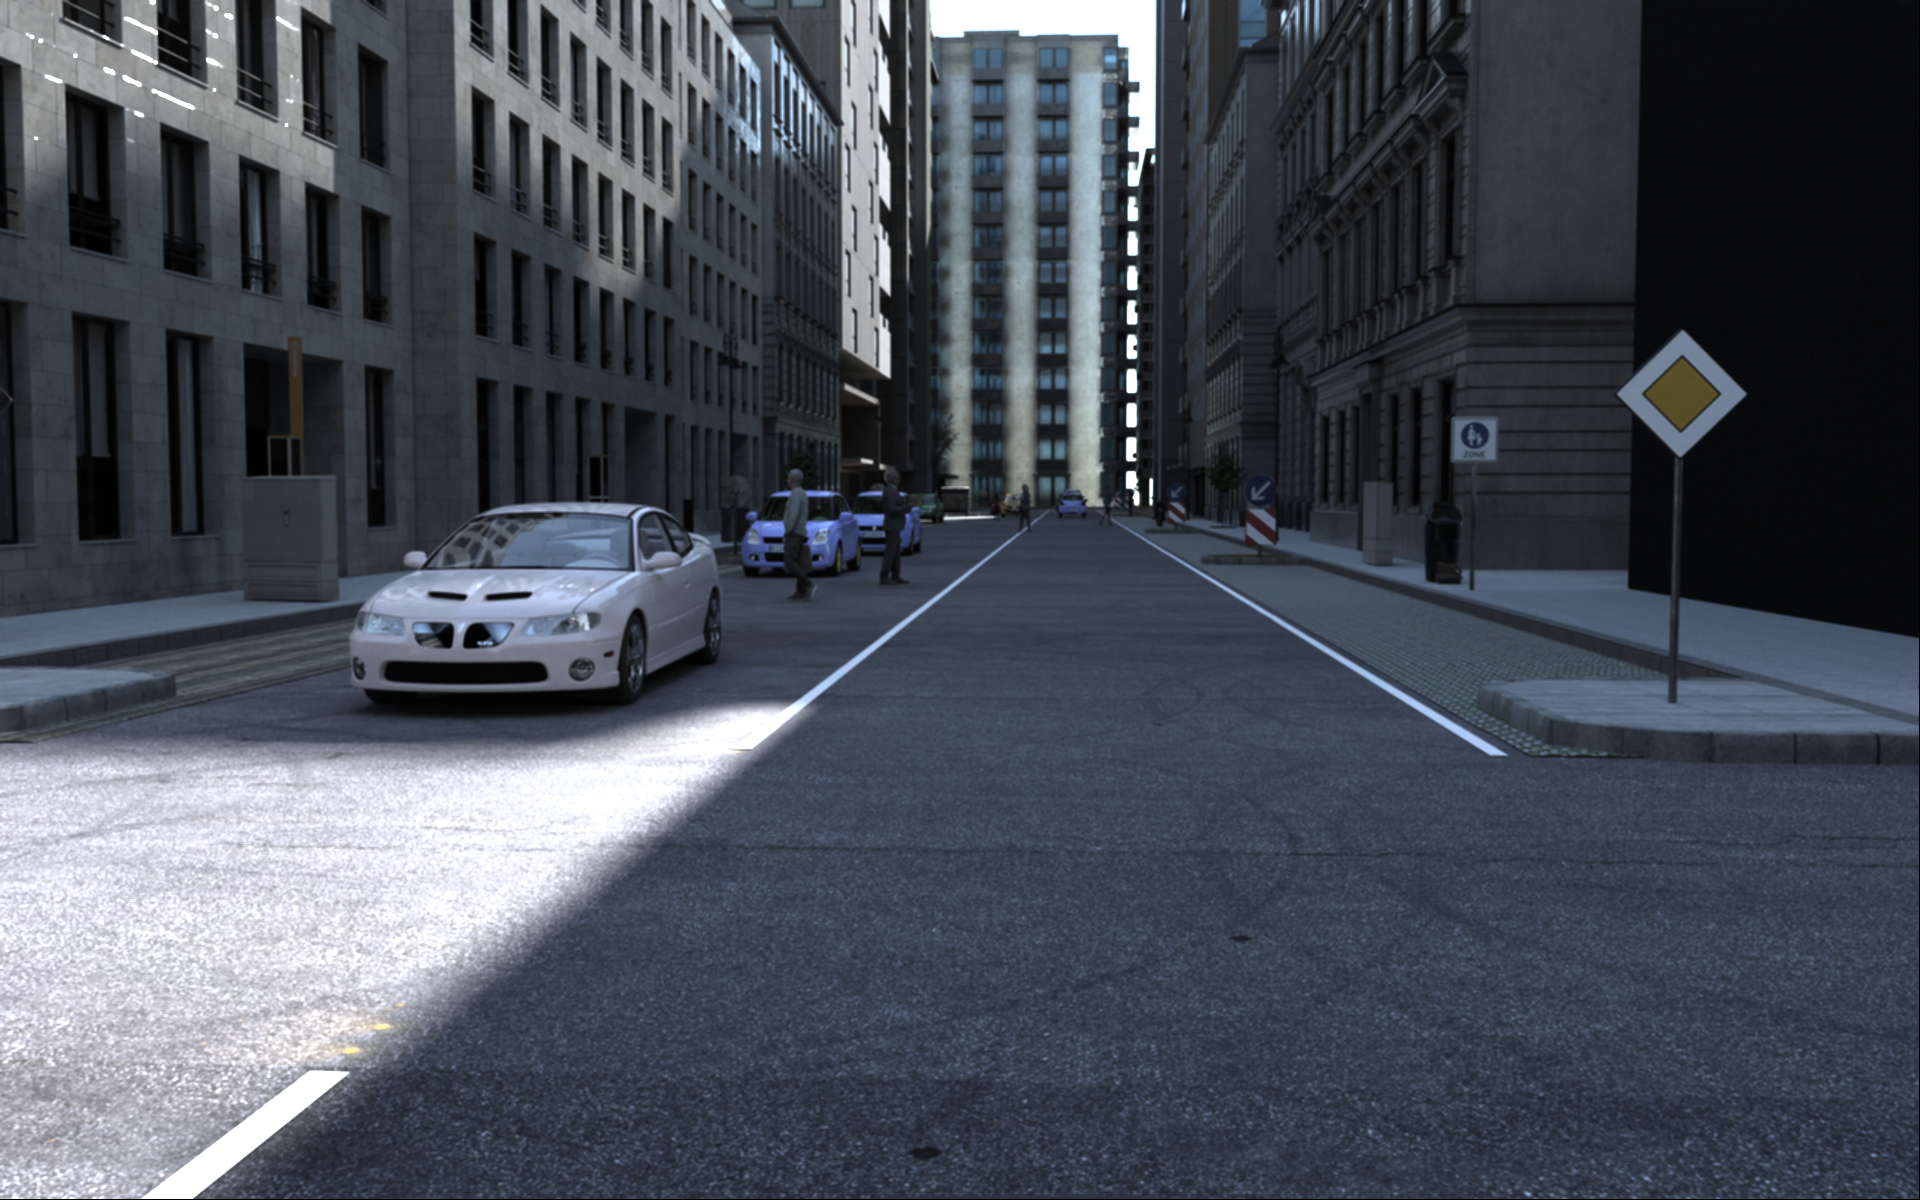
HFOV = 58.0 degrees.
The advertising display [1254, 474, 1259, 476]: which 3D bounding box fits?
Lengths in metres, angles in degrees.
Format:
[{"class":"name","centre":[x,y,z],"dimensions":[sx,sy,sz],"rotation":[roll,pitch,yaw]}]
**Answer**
[{"class":"advertising display","centre":[9.716,-3.143,56.605],"dimensions":[0.123,1.923,0.974],"rotation":[0,4,3]}]

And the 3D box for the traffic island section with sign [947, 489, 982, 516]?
[{"class":"traffic island section with sign","centre":[0.222,-6.376,112.883],"dimensions":[1.989,1.847,2.006],"rotation":[0,4,4]}]

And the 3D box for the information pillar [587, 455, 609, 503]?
[{"class":"information pillar","centre":[-6.843,-1.732,32.812],"dimensions":[0.304,2.012,0.304],"rotation":[1,4,11]}]

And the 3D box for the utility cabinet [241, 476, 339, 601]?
[{"class":"utility cabinet","centre":[-8.029,-0.738,20.737],"dimensions":[1.173,1.500,0.318],"rotation":[1,4,21]}]

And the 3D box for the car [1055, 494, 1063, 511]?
[{"class":"car","centre":[8.888,-8.255,143.759],"dimensions":[1.959,1.807,4.718],"rotation":[0,4,3]}]

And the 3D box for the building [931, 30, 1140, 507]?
[{"class":"building","centre":[3.321,-34.386,181.817],"dimensions":[30.456,49.044,23.786],"rotation":[0,4,4]}]

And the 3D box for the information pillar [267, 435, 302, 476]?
[{"class":"information pillar","centre":[-8.515,-1.064,21.893],"dimensions":[0.304,2.012,0.304],"rotation":[0,4,7]}]

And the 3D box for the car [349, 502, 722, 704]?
[{"class":"car","centre":[-3.056,-0.060,13.348],"dimensions":[2.083,1.381,4.827],"rotation":[0,4,3]}]

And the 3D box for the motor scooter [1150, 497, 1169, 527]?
[{"class":"motor scooter","centre":[8.831,-3.904,76.608],"dimensions":[0.815,1.314,1.986],"rotation":[0,4,4]}]

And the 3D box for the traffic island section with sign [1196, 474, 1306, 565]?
[{"class":"traffic island section with sign","centre":[5.983,-1.648,35.570],"dimensions":[1.989,1.847,2.006],"rotation":[0,4,4]}]

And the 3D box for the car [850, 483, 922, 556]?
[{"class":"car","centre":[-1.866,-1.951,41.489],"dimensions":[1.945,1.707,3.694],"rotation":[0,4,3]}]

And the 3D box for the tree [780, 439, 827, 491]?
[{"class":"tree","centre":[-5.527,-4.085,61.390],"dimensions":[1.663,3.219,1.824],"rotation":[0,3,0]}]

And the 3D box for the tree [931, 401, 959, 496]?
[{"class":"tree","centre":[-2.066,-11.364,136.155],"dimensions":[4.360,8.622,3.978],"rotation":[0,3,0]}]

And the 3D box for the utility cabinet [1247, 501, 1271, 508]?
[{"class":"utility cabinet","centre":[8.646,-2.382,50.114],"dimensions":[0.306,1.237,1.020],"rotation":[-1,4,-17]}]

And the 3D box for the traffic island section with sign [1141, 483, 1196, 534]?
[{"class":"traffic island section with sign","centre":[7.731,-3.328,63.048],"dimensions":[1.989,1.847,2.006],"rotation":[0,4,4]}]

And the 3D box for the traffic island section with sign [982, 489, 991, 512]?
[{"class":"traffic island section with sign","centre":[1.927,-8.022,139.784],"dimensions":[1.989,1.847,2.006],"rotation":[0,4,4]}]

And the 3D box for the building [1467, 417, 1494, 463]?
[{"class":"building","centre":[52.925,-23.189,150.845],"dimensions":[14.107,30.474,14.160],"rotation":[0,4,4]}]

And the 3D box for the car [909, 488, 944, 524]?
[{"class":"car","centre":[-1.821,-4.627,84.447],"dimensions":[1.959,1.807,4.718],"rotation":[0,4,5]}]

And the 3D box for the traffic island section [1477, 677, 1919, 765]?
[{"class":"traffic island section","centre":[4.397,0.711,10.649],"dimensions":[2.009,0.180,2.903],"rotation":[0,4,4]}]

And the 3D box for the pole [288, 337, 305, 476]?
[{"class":"pole","centre":[-8.672,-1.764,22.681],"dimensions":[0.158,3.312,0.155],"rotation":[0,3,0]}]

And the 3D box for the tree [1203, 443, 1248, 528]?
[{"class":"tree","centre":[10.168,-4.364,65.957],"dimensions":[1.663,3.219,1.824],"rotation":[0,3,0]}]

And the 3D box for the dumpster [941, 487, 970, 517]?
[{"class":"dumpster","centre":[-0.290,-6.131,108.453],"dimensions":[1.865,1.857,1.264],"rotation":[0,4,4]}]

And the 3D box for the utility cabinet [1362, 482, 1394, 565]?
[{"class":"utility cabinet","centre":[7.587,-1.390,31.409],"dimensions":[0.318,1.500,1.173],"rotation":[0,4,2]}]

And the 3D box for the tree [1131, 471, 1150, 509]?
[{"class":"tree","centre":[15.187,-9.267,146.124],"dimensions":[1.663,3.219,1.824],"rotation":[0,3,0]}]

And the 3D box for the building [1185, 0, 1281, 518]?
[{"class":"building","centre":[19.734,-27.091,93.047],"dimensions":[14.600,45.320,14.200],"rotation":[0,4,4]}]

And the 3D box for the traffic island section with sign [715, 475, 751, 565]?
[{"class":"traffic island section with sign","centre":[-4.687,-1.667,35.883],"dimensions":[1.989,1.847,2.006],"rotation":[0,4,4]}]

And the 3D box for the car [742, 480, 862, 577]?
[{"class":"car","centre":[-2.824,-1.325,31.253],"dimensions":[1.945,1.707,3.694],"rotation":[0,4,5]}]

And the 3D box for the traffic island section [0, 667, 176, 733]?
[{"class":"traffic island section","centre":[-6.572,0.669,11.349],"dimensions":[2.009,0.180,2.903],"rotation":[0,4,4]}]

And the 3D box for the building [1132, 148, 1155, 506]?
[{"class":"building","centre":[30.757,-30.134,184.565],"dimensions":[23.993,40.220,32.217],"rotation":[0,4,4]}]

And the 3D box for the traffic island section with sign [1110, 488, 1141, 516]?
[{"class":"traffic island section with sign","centre":[10.868,-6.340,112.284],"dimensions":[1.989,1.847,2.006],"rotation":[0,4,4]}]

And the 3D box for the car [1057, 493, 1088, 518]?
[{"class":"car","centre":[6.904,-5.926,106.483],"dimensions":[1.945,1.707,3.694],"rotation":[0,4,3]}]

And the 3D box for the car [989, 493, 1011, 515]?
[{"class":"car","centre":[3.068,-6.701,118.602],"dimensions":[2.155,1.783,4.494],"rotation":[0,4,4]}]

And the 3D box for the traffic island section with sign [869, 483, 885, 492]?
[{"class":"traffic island section with sign","centre":[-2.949,-3.327,63.025],"dimensions":[1.989,1.847,2.006],"rotation":[0,4,4]}]

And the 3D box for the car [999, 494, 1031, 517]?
[{"class":"car","centre":[3.464,-6.029,108.798],"dimensions":[2.015,1.641,3.980],"rotation":[0,4,3]}]
